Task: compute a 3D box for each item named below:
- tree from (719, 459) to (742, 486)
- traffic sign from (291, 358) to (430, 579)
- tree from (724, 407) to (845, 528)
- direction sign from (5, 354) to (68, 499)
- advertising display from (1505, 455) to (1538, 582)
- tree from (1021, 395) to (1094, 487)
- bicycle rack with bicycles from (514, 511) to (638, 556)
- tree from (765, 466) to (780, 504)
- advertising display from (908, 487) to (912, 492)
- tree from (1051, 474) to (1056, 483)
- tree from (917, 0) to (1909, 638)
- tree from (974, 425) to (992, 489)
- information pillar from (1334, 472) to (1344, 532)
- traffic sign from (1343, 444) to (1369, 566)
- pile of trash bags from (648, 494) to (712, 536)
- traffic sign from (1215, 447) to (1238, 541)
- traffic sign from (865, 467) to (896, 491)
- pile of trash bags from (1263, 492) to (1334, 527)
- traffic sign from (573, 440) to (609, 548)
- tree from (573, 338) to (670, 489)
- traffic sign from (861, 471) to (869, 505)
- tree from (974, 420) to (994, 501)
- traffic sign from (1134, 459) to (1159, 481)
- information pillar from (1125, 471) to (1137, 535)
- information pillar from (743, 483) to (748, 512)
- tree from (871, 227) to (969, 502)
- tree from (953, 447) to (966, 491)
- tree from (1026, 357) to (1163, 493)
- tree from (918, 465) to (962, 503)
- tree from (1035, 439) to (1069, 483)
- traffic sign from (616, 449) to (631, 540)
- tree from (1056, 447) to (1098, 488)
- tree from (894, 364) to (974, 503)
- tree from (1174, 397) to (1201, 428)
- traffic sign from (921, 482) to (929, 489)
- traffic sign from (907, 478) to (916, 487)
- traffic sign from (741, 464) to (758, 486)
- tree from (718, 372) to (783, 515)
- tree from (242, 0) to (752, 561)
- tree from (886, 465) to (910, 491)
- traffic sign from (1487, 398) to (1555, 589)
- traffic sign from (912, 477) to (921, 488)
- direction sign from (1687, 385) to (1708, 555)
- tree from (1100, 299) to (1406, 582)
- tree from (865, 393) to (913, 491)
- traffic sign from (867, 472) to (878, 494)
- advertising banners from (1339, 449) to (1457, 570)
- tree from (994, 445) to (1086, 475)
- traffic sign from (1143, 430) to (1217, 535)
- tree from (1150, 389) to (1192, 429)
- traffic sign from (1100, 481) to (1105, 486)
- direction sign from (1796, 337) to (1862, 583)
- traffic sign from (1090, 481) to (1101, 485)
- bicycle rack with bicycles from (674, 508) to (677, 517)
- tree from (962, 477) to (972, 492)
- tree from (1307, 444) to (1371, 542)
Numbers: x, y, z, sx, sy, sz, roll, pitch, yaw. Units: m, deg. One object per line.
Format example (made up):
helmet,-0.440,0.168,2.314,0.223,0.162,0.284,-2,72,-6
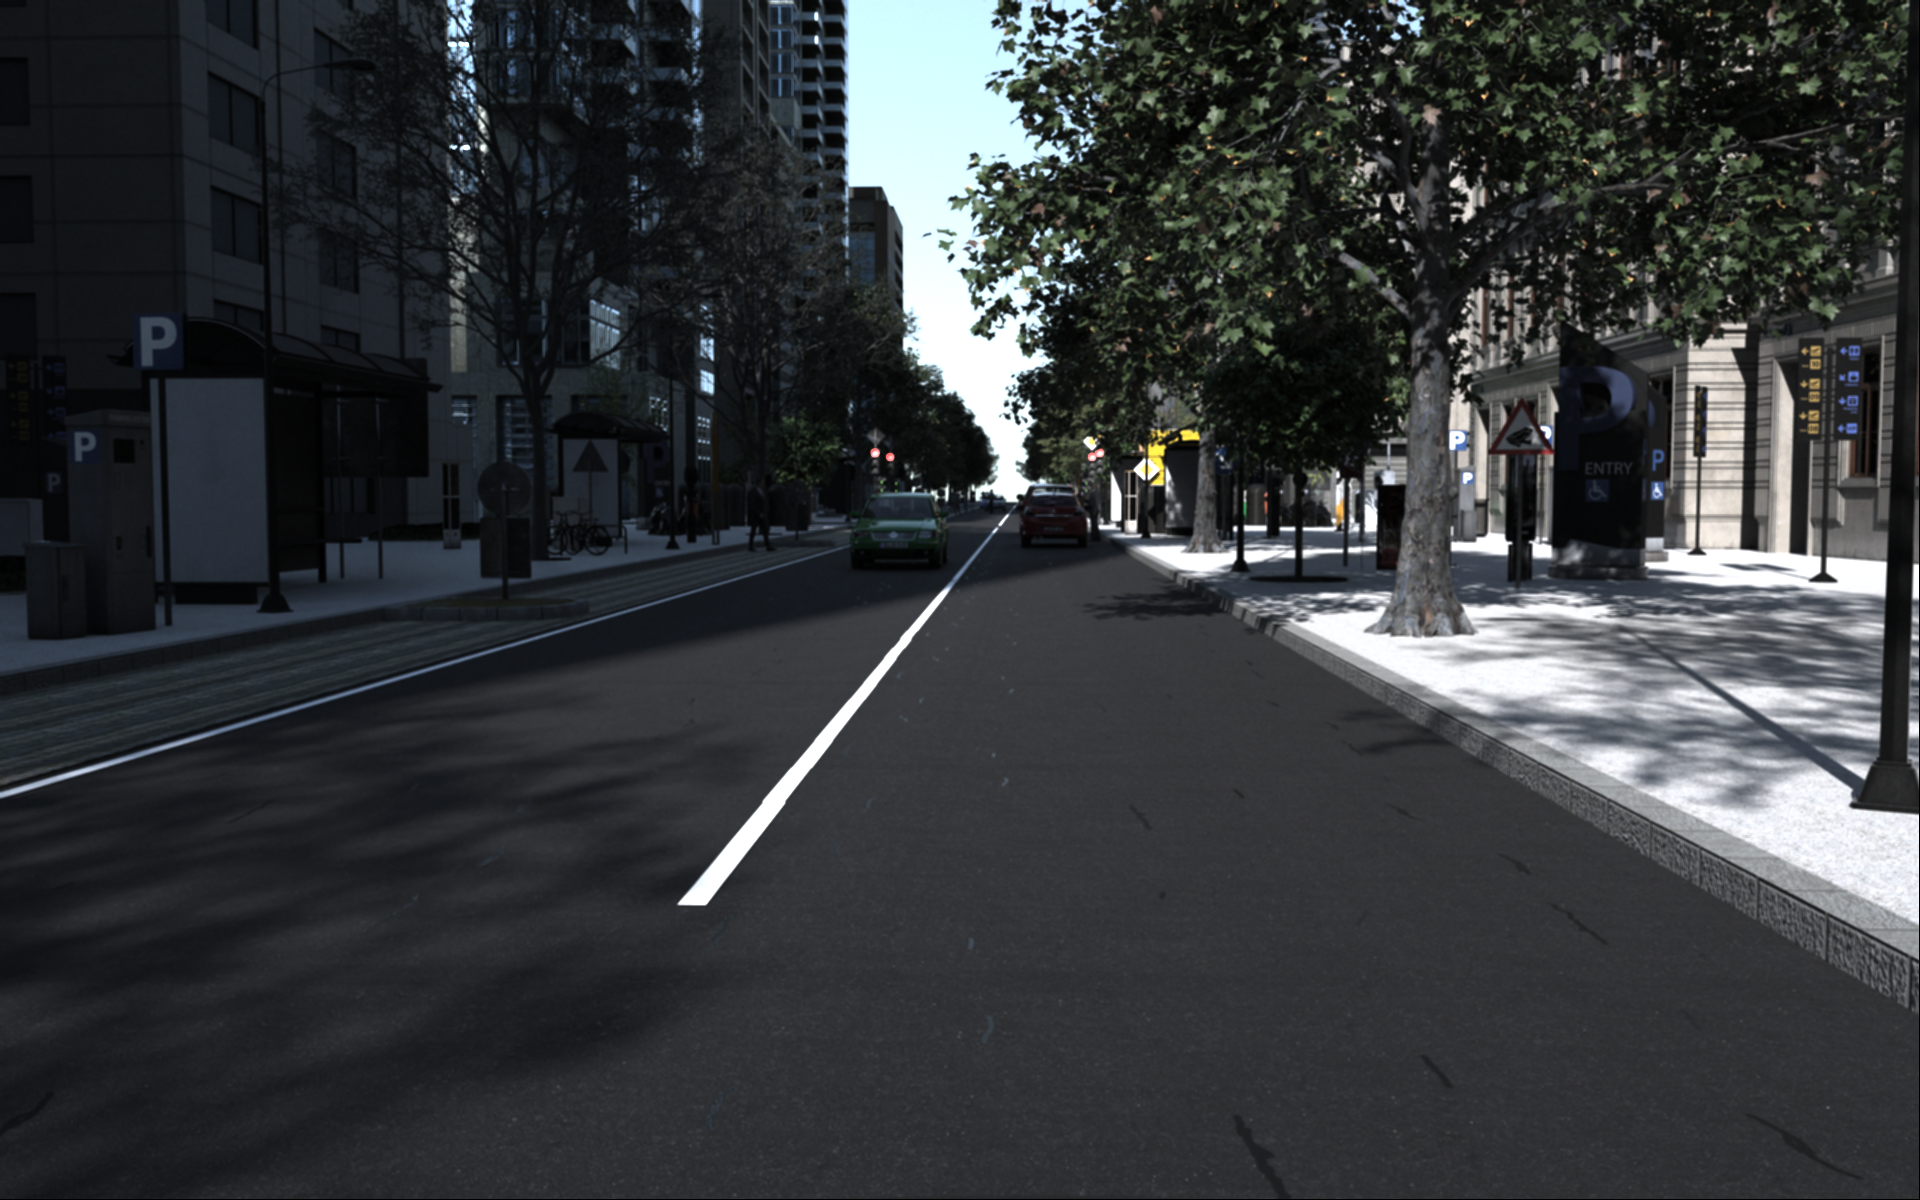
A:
tree,-13.066,-6.139,94.975,1.663,3.219,1.824,0,3,0
traffic sign,-9.073,-1.975,26.162,2.265,3.308,0.079,1,4,12
tree,-5.956,-5.005,65.538,4.285,4.588,4.351,0,3,0
direction sign,-15.032,-2.219,28.276,0.876,3.537,0.379,-3,4,-36
advertising display,8.306,-1.249,25.638,0.123,1.923,0.974,3,4,37
tree,7.906,-11.729,126.177,7.601,10.594,8.767,-2,4,-24
bicycle rack with bicycles,-8.402,-1.445,37.015,2.925,0.926,2.852,3,4,39
tree,-12.923,-7.522,117.586,1.663,3.219,1.824,0,3,0
advertising display,-4.308,-8.191,139.138,0.974,1.923,0.123,1,4,19
tree,11.276,-12.254,184.069,4.285,4.588,4.351,0,3,0
tree,4.390,-6.034,15.672,9.611,12.733,9.660,0,3,0
tree,0.633,-20.414,251.897,7.486,12.596,7.792,0,3,0
information pillar,13.083,-4.161,59.394,0.504,3.616,0.183,-3,5,-43
traffic sign,6.839,-1.868,30.654,0.768,2.556,0.104,0,4,7
pile of trash bags,-8.575,-2.701,53.917,1.912,1.369,3.447,-1,4,-19
traffic sign,7.173,-2.871,47.055,0.768,2.556,0.104,0,4,4
traffic sign,-5.681,-7.953,123.911,2.265,3.308,0.079,1,4,11
pile of trash bags,12.910,-3.514,67.202,3.447,1.369,1.912,-3,5,-45
traffic sign,-8.854,-2.538,41.506,0.884,2.594,0.081,0,4,5
tree,-16.225,-8.087,82.579,4.737,8.622,4.395,0,3,0
traffic sign,-5.340,-5.969,97.695,0.768,2.556,0.104,0,4,5
tree,1.167,-21.947,269.194,12.009,13.543,11.850,0,3,0
traffic sign,5.777,-3.212,53.709,0.795,2.450,0.064,0,4,3
information pillar,5.378,-3.057,54.477,0.304,2.012,0.304,-1,4,-20
information pillar,-14.603,-6.943,118.016,0.304,2.012,0.304,0,4,-6
tree,-6.305,-8.780,53.931,12.009,13.543,11.850,0,3,0
tree,-0.664,-15.891,210.182,4.737,8.622,4.395,0,3,0
tree,7.748,-10.854,95.590,7.486,12.596,7.792,0,3,0
tree,-2.486,-11.511,171.922,4.285,4.588,4.351,0,3,0
tree,9.750,-13.457,170.392,4.737,8.622,4.395,0,3,0
traffic sign,-9.504,-2.928,47.982,0.768,2.556,0.104,0,4,6
tree,7.780,-6.157,84.378,4.285,4.588,4.351,0,3,0
tree,-3.098,-14.229,150.776,7.486,12.596,7.792,0,3,0
tree,16.577,-10.688,125.116,4.737,8.622,4.395,0,3,0
traffic sign,-2.857,-8.540,141.759,0.606,2.300,0.079,1,4,8
traffic sign,-3.689,-7.736,126.492,0.884,2.594,0.081,0,4,6
traffic sign,-8.836,-4.446,72.802,0.768,2.556,0.104,1,4,9
tree,-12.801,-9.498,105.646,4.737,8.622,4.395,0,3,0
tree,-8.113,-7.501,33.013,12.009,13.543,11.850,0,3,0
tree,-4.159,-7.298,113.927,1.663,3.219,1.824,0,3,0
traffic sign,7.577,-1.434,23.442,0.884,2.594,0.081,0,4,7
traffic sign,-3.267,-7.905,129.349,0.768,2.556,0.104,0,4,7
direction sign,15.566,-2.720,36.470,0.379,3.537,0.876,3,4,37
tree,5.009,-2.573,25.775,4.285,4.588,4.351,0,3,0
tree,-4.824,-10.301,118.790,4.360,8.622,3.978,0,3,0
traffic sign,-4.850,-5.941,97.235,0.768,2.556,0.104,0,4,5
advertising banners,7.340,-2.024,29.287,2.074,3.025,0.090,1,4,9
tree,13.370,-20.182,240.342,12.009,13.543,11.850,0,3,0
traffic sign,6.824,-3.669,53.853,2.265,3.308,0.079,0,4,6
tree,14.008,-10.256,118.054,4.360,8.622,3.978,0,3,0
traffic sign,8.410,-6.256,102.387,0.768,2.556,0.104,1,4,8
direction sign,12.595,-2.029,25.165,0.876,3.537,0.379,0,4,4
traffic sign,7.870,-6.231,101.879,0.884,2.594,0.081,0,4,5
bicycle rack with bicycles,-10.794,-3.193,65.593,2.925,0.926,2.852,-1,4,-19
tree,0.129,-15.140,231.259,4.285,4.588,4.351,0,3,0
tree,10.584,-5.875,46.417,4.737,8.622,4.395,0,3,0
